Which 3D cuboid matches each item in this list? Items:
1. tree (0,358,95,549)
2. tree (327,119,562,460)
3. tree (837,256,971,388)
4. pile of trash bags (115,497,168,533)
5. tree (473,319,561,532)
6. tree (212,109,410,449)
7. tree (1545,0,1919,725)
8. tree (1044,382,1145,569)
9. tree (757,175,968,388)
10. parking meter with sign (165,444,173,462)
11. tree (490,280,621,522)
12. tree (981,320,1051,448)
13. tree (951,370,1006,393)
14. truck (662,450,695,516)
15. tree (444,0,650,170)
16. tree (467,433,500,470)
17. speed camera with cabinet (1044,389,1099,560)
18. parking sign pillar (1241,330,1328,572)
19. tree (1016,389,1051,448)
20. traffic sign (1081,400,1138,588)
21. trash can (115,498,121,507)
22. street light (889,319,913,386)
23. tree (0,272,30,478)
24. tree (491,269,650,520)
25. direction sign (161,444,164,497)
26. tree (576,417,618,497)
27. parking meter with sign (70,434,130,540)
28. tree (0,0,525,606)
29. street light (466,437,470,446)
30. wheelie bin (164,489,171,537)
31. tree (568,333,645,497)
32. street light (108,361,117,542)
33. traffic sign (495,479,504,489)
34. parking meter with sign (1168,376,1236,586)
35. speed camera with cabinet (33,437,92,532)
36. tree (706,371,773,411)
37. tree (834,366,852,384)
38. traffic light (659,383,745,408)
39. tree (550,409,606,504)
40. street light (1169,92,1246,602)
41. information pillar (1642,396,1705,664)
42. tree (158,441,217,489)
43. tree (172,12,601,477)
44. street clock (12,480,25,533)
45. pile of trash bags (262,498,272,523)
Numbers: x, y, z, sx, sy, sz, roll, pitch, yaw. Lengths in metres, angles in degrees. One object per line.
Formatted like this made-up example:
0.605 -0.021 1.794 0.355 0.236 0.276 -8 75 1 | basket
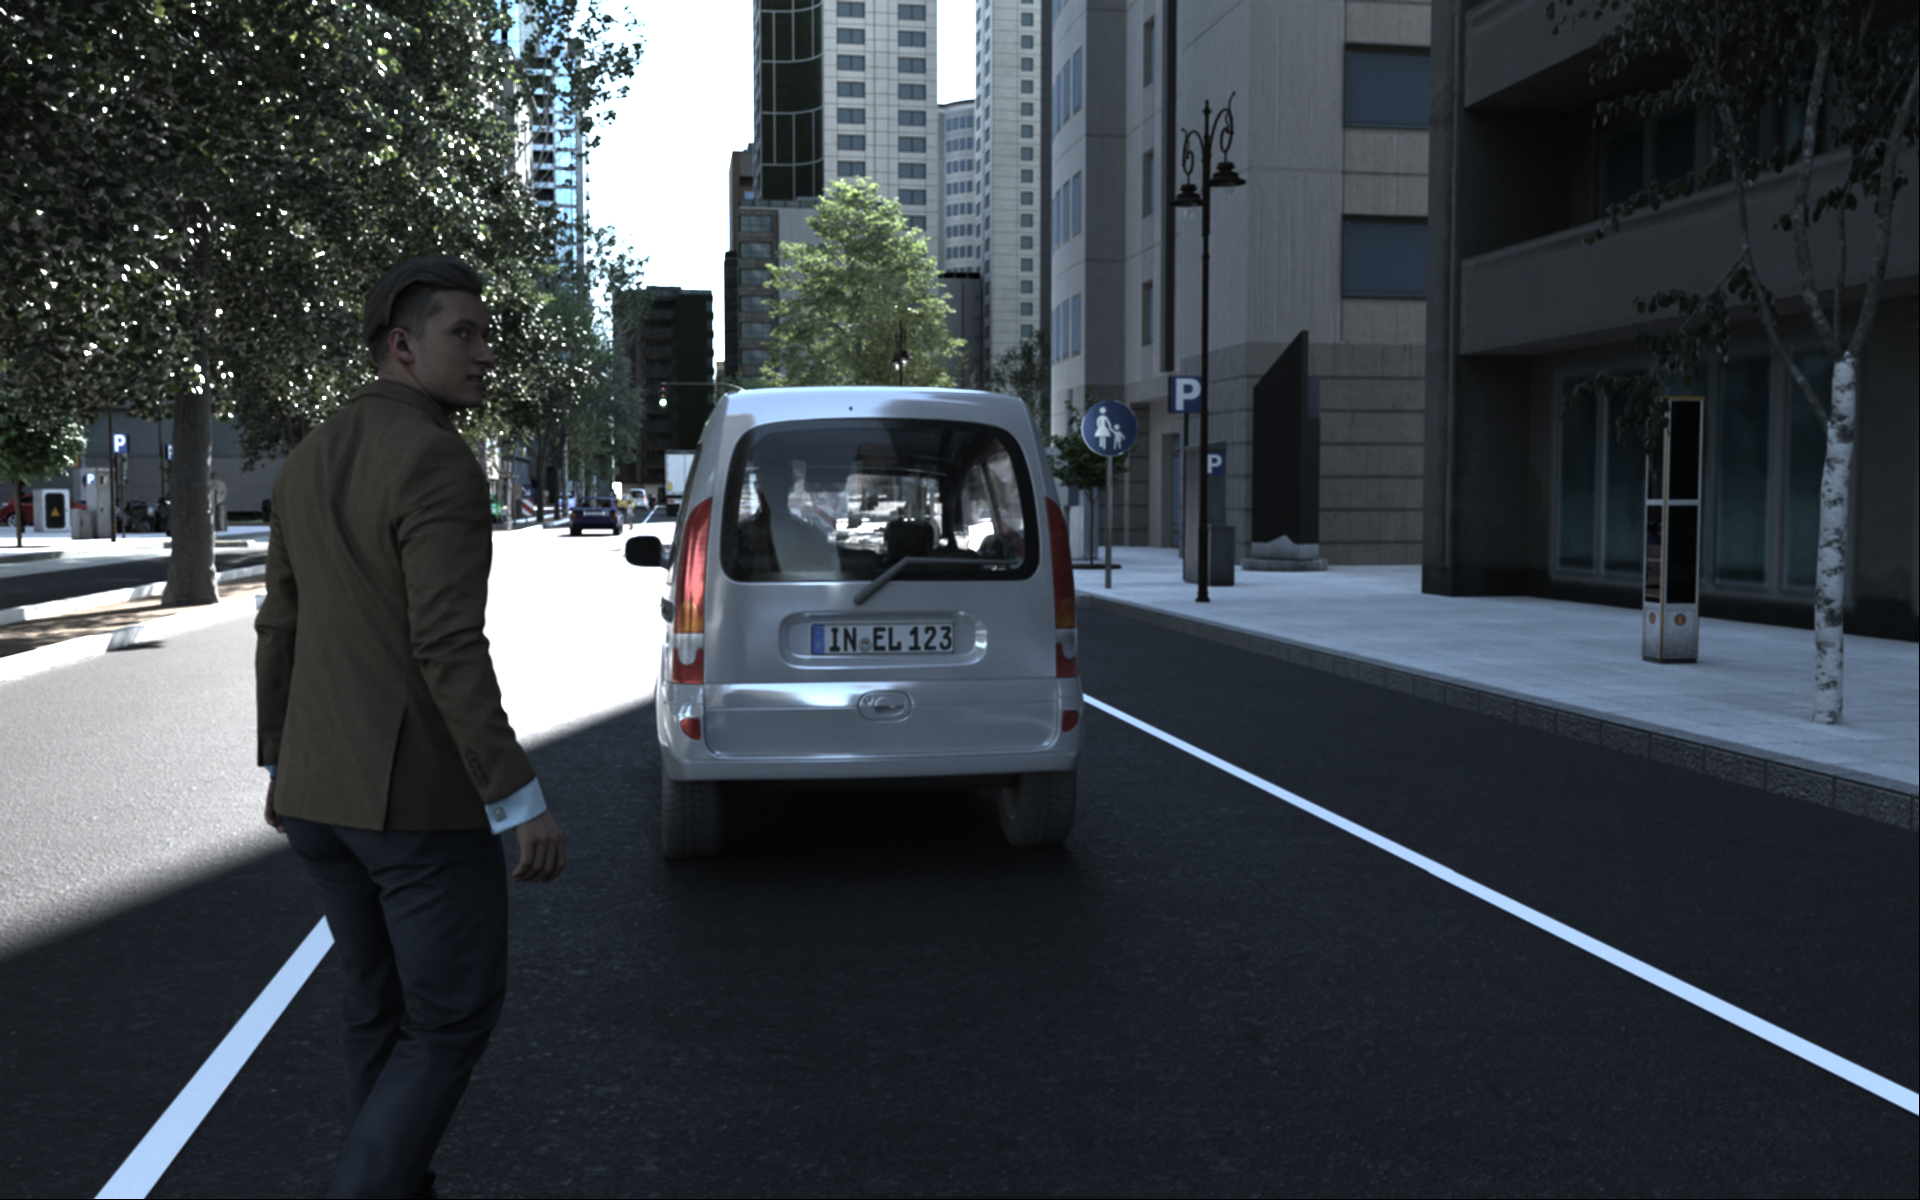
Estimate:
-22.599 -3.529 41.418 4.285 4.588 4.351 0 3 0 | tree
-14.639 -7.692 46.355 7.486 12.596 7.792 0 3 0 | tree
-1.912 -6.294 53.267 4.737 8.622 4.395 0 3 0 | tree
-26.889 -2.941 57.846 1.912 1.369 3.447 1 4 18 | pile of trash bags
-17.170 -6.907 65.743 4.360 8.622 3.978 0 3 0 | tree
-11.274 -4.694 29.560 4.737 8.622 4.395 0 3 0 | tree
4.982 -3.626 9.649 4.360 8.622 3.978 0 3 0 | tree
2.268 -2.171 30.105 1.663 3.219 1.824 0 3 0 | tree
-3.452 -8.816 62.273 7.486 12.596 7.792 0 3 0 | tree
-26.881 -3.949 60.830 1.738 3.016 0.543 0 4 -6 | parking meter with sign
-19.995 -9.441 82.573 9.928 11.665 9.643 0 3 0 | tree
3.703 -9.693 92.887 7.601 10.594 8.767 1 4 17 | tree
0.295 -9.390 103.892 4.360 8.622 3.978 0 3 0 | tree
-18.635 -7.825 116.851 2.839 4.237 11.283 -1 4 -10 | truck
-16.980 -12.134 56.732 12.611 20.169 13.585 0 3 0 | tree
-39.902 -11.778 142.940 4.737 8.622 4.395 0 3 0 | tree
2.133 -2.393 33.457 0.660 3.252 2.038 1 4 20 | speed camera with cabinet
5.495 -2.492 29.220 1.447 3.967 1.447 -2 4 -27 | parking sign pillar
4.614 -10.078 115.141 4.360 8.622 3.978 0 3 0 | tree
2.018 -1.430 23.492 0.768 2.556 0.104 0 4 -3 | traffic sign
-29.904 -3.012 60.901 0.748 1.137 0.748 0 3 0 | trash can
-1.568 -4.479 46.018 0.468 5.910 1.993 -1 4 -10 | street light
-21.058 -5.270 36.535 4.737 8.622 4.395 0 3 0 | tree
-21.920 -11.075 93.905 12.009 13.543 11.850 0 3 0 | tree
-36.094 -5.285 78.403 0.379 3.537 0.876 -1 4 -22 | direction sign
-30.506 -11.713 144.330 4.360 8.622 3.978 0 3 0 | tree
-24.489 -3.243 49.285 0.543 3.016 1.738 1 4 19 | parking meter with sign
-9.993 -6.912 22.126 9.857 13.997 8.962 0 3 0 | tree
-36.494 -9.529 128.584 0.468 5.910 1.993 -1 4 -10 | street light
-23.425 -2.699 52.034 0.980 1.594 0.693 1 4 18 | wheelie bin
-29.424 -13.941 137.053 9.857 13.997 8.962 0 3 0 | tree
-22.542 -4.475 45.953 0.468 5.910 1.993 -1 4 -10 | street light
-39.389 -9.047 148.023 0.768 2.556 0.104 0 4 -2 | traffic sign
3.509 -1.748 24.838 0.543 3.016 1.738 -1 4 -11 | parking meter with sign
-30.379 -3.948 58.884 0.660 3.252 2.038 2 4 35 | speed camera with cabinet
-17.505 -13.450 145.670 9.928 11.665 9.643 0 3 0 | tree
-5.690 -8.729 93.077 4.360 8.622 3.978 0 3 0 | tree
-9.914 -5.897 71.089 4.771 5.953 1.251 -1 4 -10 | traffic light
-26.051 -10.068 117.430 4.737 8.622 4.395 0 3 0 | tree
2.895 -2.916 20.472 0.468 5.910 1.993 -1 4 -10 | street light
5.418 -0.531 13.167 0.304 2.012 0.304 0 4 -6 | information pillar
-24.705 -3.700 55.099 1.663 3.219 1.824 0 3 0 | tree
-12.890 -7.243 37.891 9.611 12.733 9.660 0 3 0 | tree
-31.008 -3.214 57.116 0.471 2.002 0.358 3 4 38 | street clock
-30.833 -4.239 79.058 1.912 1.369 3.447 -1 4 -20 | pile of trash bags
